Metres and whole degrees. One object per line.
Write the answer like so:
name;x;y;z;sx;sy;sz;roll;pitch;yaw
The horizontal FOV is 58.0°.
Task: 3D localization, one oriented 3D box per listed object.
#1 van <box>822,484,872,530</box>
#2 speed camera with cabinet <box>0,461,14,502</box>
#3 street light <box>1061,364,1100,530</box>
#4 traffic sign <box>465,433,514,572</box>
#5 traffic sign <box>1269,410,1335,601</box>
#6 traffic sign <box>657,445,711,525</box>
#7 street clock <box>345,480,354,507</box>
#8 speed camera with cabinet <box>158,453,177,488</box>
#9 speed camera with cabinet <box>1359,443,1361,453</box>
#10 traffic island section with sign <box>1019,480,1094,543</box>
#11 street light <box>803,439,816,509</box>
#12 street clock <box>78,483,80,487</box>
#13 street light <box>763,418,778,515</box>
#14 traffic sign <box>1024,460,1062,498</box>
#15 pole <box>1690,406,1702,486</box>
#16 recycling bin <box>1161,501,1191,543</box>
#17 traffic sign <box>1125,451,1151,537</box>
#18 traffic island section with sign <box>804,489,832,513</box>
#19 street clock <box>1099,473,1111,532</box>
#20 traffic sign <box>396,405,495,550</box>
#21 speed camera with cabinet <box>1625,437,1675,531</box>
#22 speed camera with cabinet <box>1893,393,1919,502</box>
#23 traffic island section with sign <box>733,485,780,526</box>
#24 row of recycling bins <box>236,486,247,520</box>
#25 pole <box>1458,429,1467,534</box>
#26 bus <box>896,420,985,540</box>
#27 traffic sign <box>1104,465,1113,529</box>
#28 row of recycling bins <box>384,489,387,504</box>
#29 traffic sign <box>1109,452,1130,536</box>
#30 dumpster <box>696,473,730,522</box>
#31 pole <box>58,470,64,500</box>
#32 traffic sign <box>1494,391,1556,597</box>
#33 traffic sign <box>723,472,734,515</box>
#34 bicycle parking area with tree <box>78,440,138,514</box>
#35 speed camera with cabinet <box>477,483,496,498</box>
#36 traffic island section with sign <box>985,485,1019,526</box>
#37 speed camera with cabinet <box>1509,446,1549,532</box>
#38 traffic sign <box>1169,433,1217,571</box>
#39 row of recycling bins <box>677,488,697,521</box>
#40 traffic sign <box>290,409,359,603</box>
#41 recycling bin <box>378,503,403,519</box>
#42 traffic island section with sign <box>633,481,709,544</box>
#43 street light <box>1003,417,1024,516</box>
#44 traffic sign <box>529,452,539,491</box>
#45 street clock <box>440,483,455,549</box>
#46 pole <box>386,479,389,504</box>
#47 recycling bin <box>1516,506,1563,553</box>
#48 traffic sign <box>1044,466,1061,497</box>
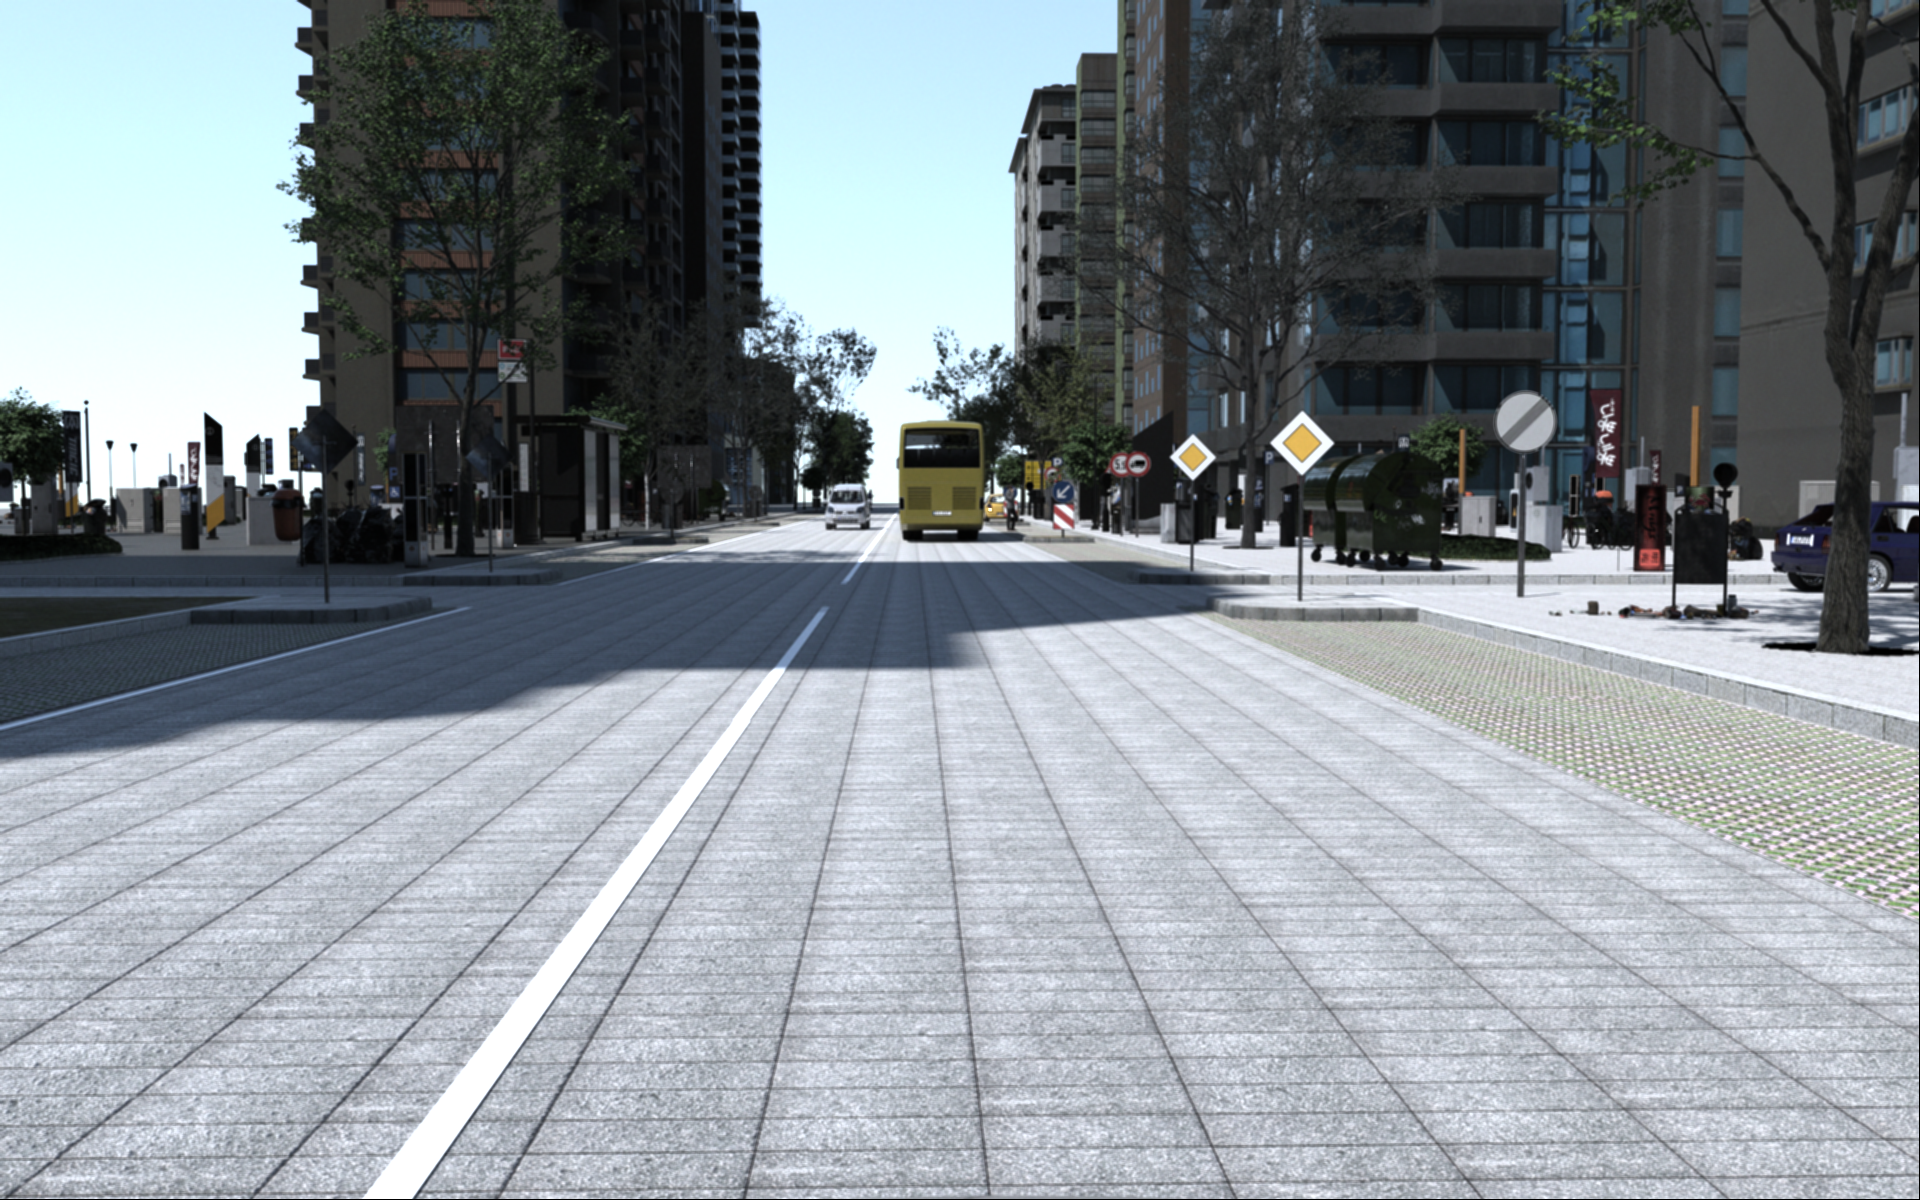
van;-4.573;-3.901;70.790;2.013;2.044;4.112;0;4;0
speed camera with cabinet;-26.913;-3.254;47.532;0.660;3.252;2.038;0;4;8
street light;4.319;-5.479;62.121;1.470;5.913;1.316;0;4;-2
traffic sign;-7.695;-1.512;28.369;0.795;2.450;0.064;0;4;-2
traffic sign;4.071;-1.043;20.692;0.795;2.450;0.064;0;4;-2
traffic sign;-11.430;-4.765;71.781;2.265;3.308;0.079;0;4;3
street clock;-30.864;-5.083;87.679;0.358;2.002;0.471;2;4;32
speed camera with cabinet;-38.603;-5.435;83.201;2.038;3.252;0.660;1;4;20
speed camera with cabinet;15.532;-4.419;66.588;0.660;3.252;2.038;1;4;14
traffic island section with sign;2.896;-2.617;51.422;1.989;1.847;2.006;0;4;-2
street light;-12.584;-10.600;145.849;1.470;5.913;1.316;0;4;-2
street clock;-44.694;-5.068;87.433;0.471;2.002;0.358;-2;4;-29
street light;-11.281;-8.096;104.907;1.470;5.913;1.316;0;4;-2
traffic sign;5.002;-6.753;104.283;2.265;3.308;0.079;0;4;1
pole;17.079;-2.837;40.236;0.158;3.312;0.155;0;3;0
recycling bin;5.694;-2.014;45.478;0.722;1.027;0.722;0;4;-7
traffic sign;5.240;-3.123;51.173;0.768;2.556;0.104;0;4;-1
traffic island section with sign;-10.564;-7.329;128.450;1.989;1.847;2.006;0;4;-2
street clock;4.957;-3.315;58.767;0.471;2.002;0.358;-2;4;-29
traffic sign;-11.768;-2.798;39.621;2.265;3.308;0.079;0;4;2
speed camera with cabinet;24.142;-4.032;60.252;2.038;3.252;0.660;-1;4;-20
speed camera with cabinet;18.388;-2.385;33.326;0.660;3.252;2.038;2;4;25
traffic island section with sign;-9.129;-4.226;77.719;1.989;1.847;2.006;0;4;-2
row of recycling bins;-36.103;-4.817;85.874;1.069;1.692;3.534;0;4;-4
pole;15.770;-3.702;54.370;0.158;3.312;0.155;0;3;0
bus;-0.694;-3.994;56.857;2.896;3.916;12.252;0;4;-2
traffic sign;5.575;-3.876;63.376;0.884;2.594;0.081;0;4;1
row of recycling bins;-31.776;-5.607;98.784;1.069;1.692;3.534;0;4;5
traffic sign;4.912;-3.210;52.589;0.768;2.556;0.104;0;4;7
dumpster;-11.656;-4.828;81.435;1.502;2.255;1.985;0;4;-1
pole;-42.519;-5.388;81.935;0.158;3.312;0.155;0;3;0
traffic sign;6.979;-1.308;21.484;0.768;2.556;0.104;0;4;1
traffic sign;-13.720;-6.233;101.917;0.884;2.594;0.081;0;4;6
bicycle parking area with tree;-46.211;-6.624;95.301;9.016;4.147;8.231;0;4;1
speed camera with cabinet;-22.241;-5.348;81.772;0.660;3.252;2.038;0;4;2
traffic island section with sign;2.131;-4.278;78.578;1.989;1.847;2.006;0;4;-2
speed camera with cabinet;19.018;-3.885;57.858;0.660;3.252;2.038;0;4;-3
traffic sign;3.845;-1.531;28.674;0.795;2.450;0.064;0;4;-2
row of recycling bins;-13.370;-4.734;84.514;1.069;1.692;3.534;0;4;3
traffic sign;-7.469;-1.024;20.387;0.795;2.450;0.064;0;4;-2
recycling bin;-15.033;-2.058;46.206;0.722;1.027;0.722;0;4;4
traffic island section with sign;-8.334;-2.540;50.149;1.989;1.847;2.006;0;4;-2
street light;3.148;-8.009;103.480;1.470;5.913;1.316;0;4;-2
traffic sign;-12.901;-3.221;52.761;0.768;2.556;0.104;0;4;1
street clock;-11.975;-2.196;40.480;0.358;2.002;0.471;-1;4;-18
pole;-30.005;-5.935;90.883;0.158;3.312;0.155;0;3;0
recycling bin;12.665;-1.547;37.856;0.722;1.027;0.722;-3;4;-38
traffic sign;4.251;-4.860;79.573;0.768;2.556;0.104;0;4;4
